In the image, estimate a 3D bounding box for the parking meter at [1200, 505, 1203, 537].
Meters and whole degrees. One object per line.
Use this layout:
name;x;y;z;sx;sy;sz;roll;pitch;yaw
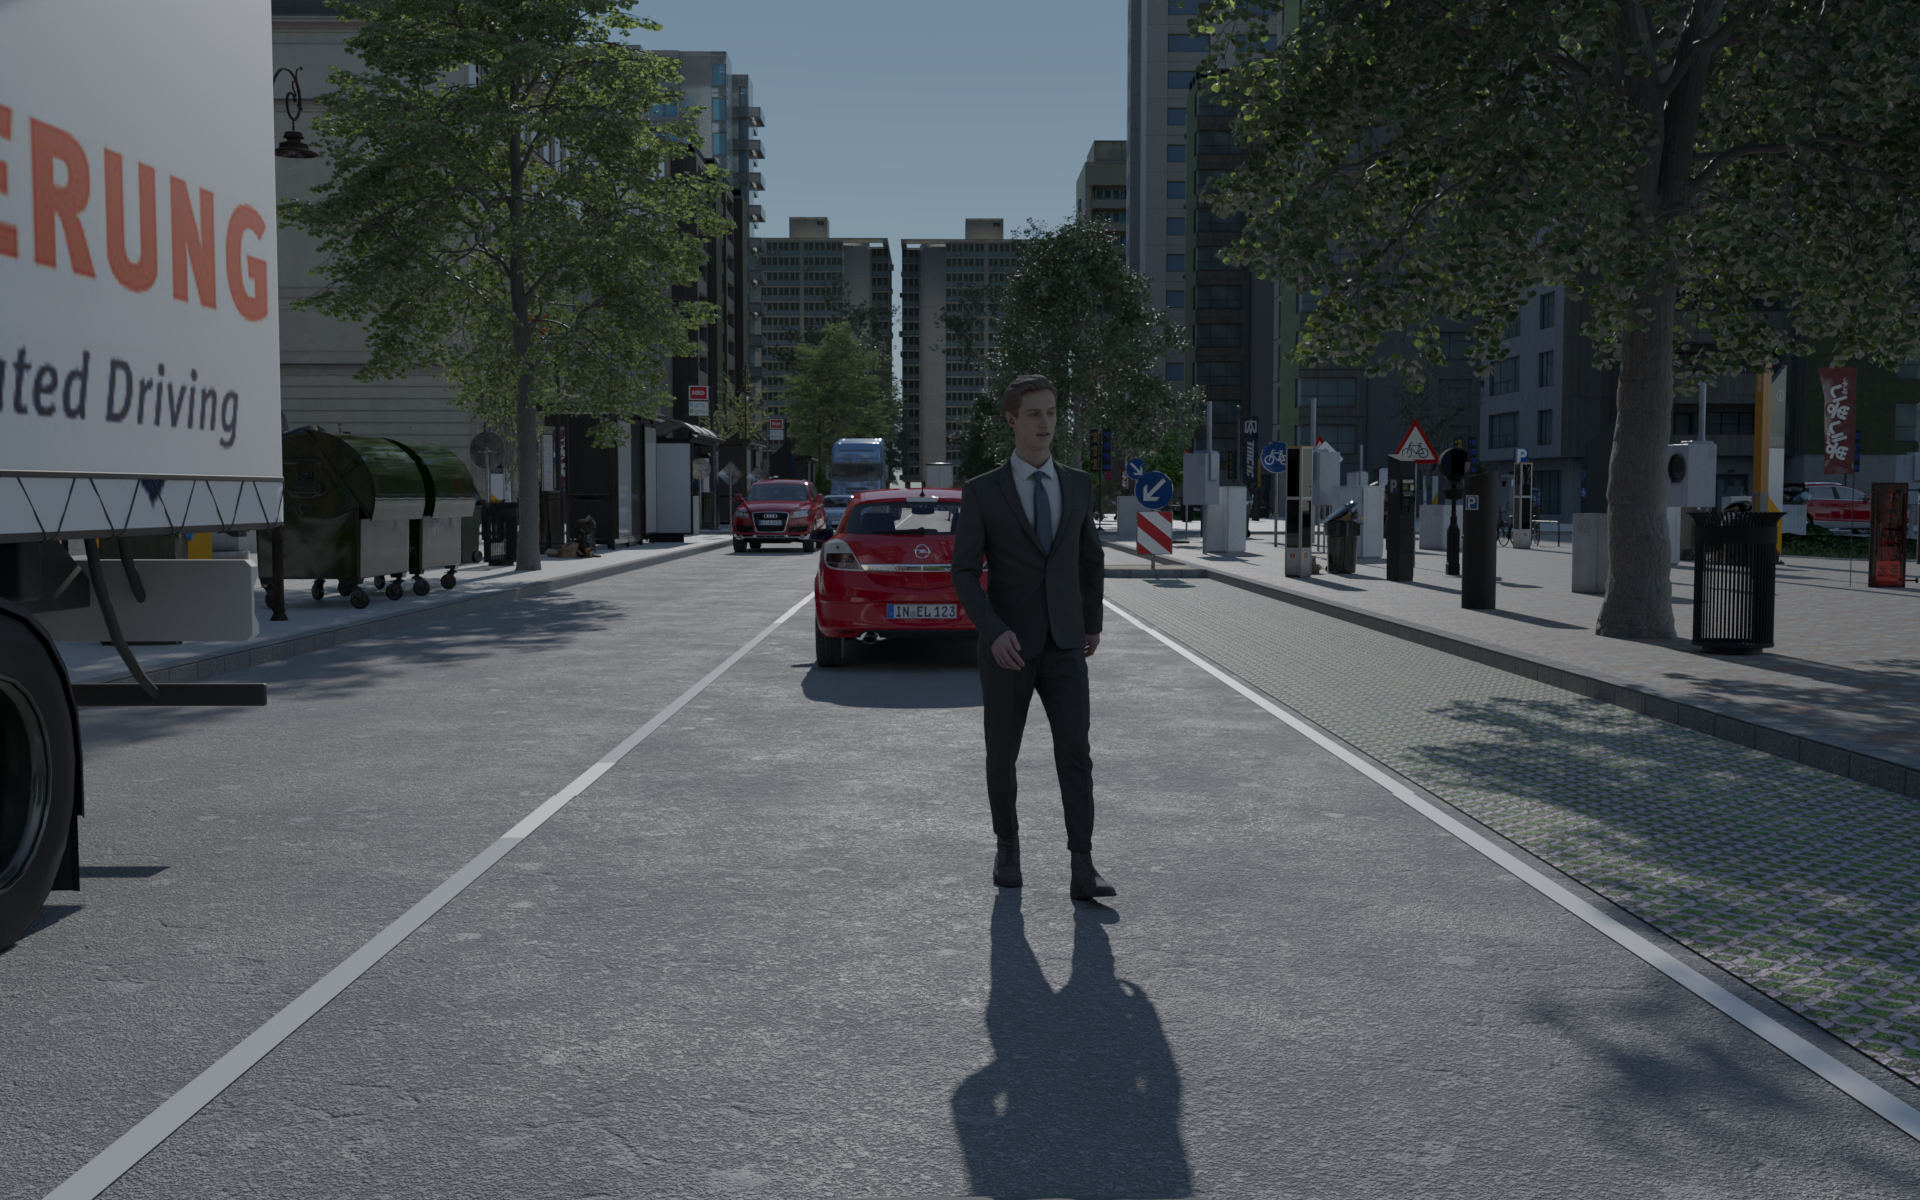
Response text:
parking meter;7.341;-2.635;51.489;0.372;1.533;0.369;0;3;0

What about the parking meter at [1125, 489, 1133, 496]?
parking meter;7.875;-4.423;80.725;0.372;1.533;0.369;0;3;0

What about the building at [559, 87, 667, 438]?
building;-26.374;-17.904;110.747;12.078;24.808;19.932;0;4;-1

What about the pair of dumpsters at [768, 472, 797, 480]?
pair of dumpsters;-7.820;-4.517;76.340;1.574;2.255;4.437;0;4;-1

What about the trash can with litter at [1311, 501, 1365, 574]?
trash can with litter;5.919;-1.007;27.852;1.055;1.170;0.624;0;4;-3

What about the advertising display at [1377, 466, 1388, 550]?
advertising display;9.951;-2.115;39.786;0.123;1.923;0.974;-2;4;-27

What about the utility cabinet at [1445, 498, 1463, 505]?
utility cabinet;25.270;-4.718;88.298;1.020;1.237;0.306;2;4;25

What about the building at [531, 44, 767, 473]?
building;-36.740;-34.756;187.874;30.456;49.044;23.786;0;4;-1

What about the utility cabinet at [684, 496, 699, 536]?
utility cabinet;-8.607;-2.598;53.637;1.020;1.237;0.306;-2;4;-26

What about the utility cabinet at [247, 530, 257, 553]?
utility cabinet;-15.622;-1.605;37.400;0.306;1.237;1.020;3;5;44

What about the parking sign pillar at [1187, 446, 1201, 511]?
parking sign pillar;12.458;-6.288;91.288;1.447;3.967;1.447;-1;4;-11

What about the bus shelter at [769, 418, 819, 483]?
bus shelter;-9.071;-7.161;94.714;2.179;5.291;8.768;0;4;-1

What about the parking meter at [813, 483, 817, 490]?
parking meter;-7.673;-5.206;90.834;0.255;1.863;0.399;1;4;19

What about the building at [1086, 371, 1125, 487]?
building;28.113;-20.938;187.368;27.650;21.520;28.899;0;4;-1

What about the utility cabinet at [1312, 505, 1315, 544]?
utility cabinet;8.818;-2.199;44.636;0.318;1.500;1.173;0;4;-6

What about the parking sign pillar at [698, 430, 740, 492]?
parking sign pillar;-9.920;-5.156;72.771;1.447;3.967;1.447;-2;4;-35

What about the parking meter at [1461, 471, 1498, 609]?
parking meter;5.817;-0.672;19.393;0.372;1.533;0.369;0;3;0

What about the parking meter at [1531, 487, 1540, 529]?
parking meter;21.276;-3.406;64.100;0.372;1.533;0.369;0;3;0

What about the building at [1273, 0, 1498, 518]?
building;25.125;-25.412;99.073;14.154;41.232;14.086;0;4;-1

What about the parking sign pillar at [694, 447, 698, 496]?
parking sign pillar;-14.477;-6.747;98.782;1.447;3.967;1.447;0;4;-7

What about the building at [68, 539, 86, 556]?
building;-26.813;-11.095;36.154;16.860;20.320;10.420;0;4;-1

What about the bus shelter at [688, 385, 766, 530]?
bus shelter;-8.948;-5.436;66.514;2.179;5.291;8.768;0;4;-1

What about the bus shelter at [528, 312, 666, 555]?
bus shelter;-8.711;-3.870;40.914;2.179;5.291;8.768;0;4;-1

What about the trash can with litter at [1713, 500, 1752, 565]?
trash can with litter;13.901;-1.220;31.328;0.624;1.170;1.055;0;4;-3

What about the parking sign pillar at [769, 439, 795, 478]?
parking sign pillar;-8.806;-5.952;85.793;1.447;3.967;1.447;2;4;34

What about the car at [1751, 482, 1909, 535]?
car;28.896;-2.993;57.611;5.304;1.827;2.281;0;4;-2

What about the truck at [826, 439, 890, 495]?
truck;-4.714;-6.133;90.031;2.967;4.110;18.799;0;4;1

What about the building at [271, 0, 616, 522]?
building;-27.623;-15.439;85.717;16.112;22.955;30.059;0;4;-1

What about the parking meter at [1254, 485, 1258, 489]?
parking meter;18.736;-6.330;109.210;0.399;1.863;0.255;2;4;27

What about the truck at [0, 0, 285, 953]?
truck;-4.076;-0.796;1.936;2.839;4.237;11.283;0;4;-1

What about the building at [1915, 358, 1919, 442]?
building;60.933;-30.410;86.437;27.495;52.752;28.713;0;4;-1

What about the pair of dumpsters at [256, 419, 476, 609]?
pair of dumpsters;-7.260;-1.146;21.228;1.574;2.255;4.437;0;4;-1

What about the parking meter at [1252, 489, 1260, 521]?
parking meter;14.092;-4.533;82.532;0.372;1.533;0.369;0;3;0

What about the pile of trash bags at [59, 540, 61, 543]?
pile of trash bags;-11.773;-0.693;21.078;1.912;1.369;3.447;0;4;-6

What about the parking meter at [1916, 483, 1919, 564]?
parking meter;17.660;-1.415;31.553;0.372;1.533;0.369;0;3;0

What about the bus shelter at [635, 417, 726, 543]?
bus shelter;-7.879;-3.327;48.328;2.014;3.302;5.546;0;4;-1

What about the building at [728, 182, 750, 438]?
building;-26.860;-23.548;156.713;14.160;30.474;14.107;0;4;-1

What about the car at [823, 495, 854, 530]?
car;-4.264;-3.058;61.996;2.014;1.417;4.499;0;4;-2

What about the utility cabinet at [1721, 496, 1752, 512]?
utility cabinet;21.638;-2.271;48.297;1.020;1.237;0.306;-2;4;-34

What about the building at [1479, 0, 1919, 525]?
building;32.268;-18.667;76.910;14.107;30.474;14.160;0;4;-1

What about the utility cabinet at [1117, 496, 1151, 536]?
utility cabinet;5.345;-2.572;53.212;1.020;1.237;0.306;0;4;-2

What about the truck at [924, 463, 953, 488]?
truck;-1.991;-10.621;162.574;2.839;4.237;11.283;0;4;-1

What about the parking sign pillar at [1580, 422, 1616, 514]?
parking sign pillar;22.893;-4.489;61.869;1.447;3.967;1.447;-1;4;-9

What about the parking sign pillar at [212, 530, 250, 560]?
parking sign pillar;-14.544;-2.751;33.454;1.447;3.967;1.447;0;4;-1

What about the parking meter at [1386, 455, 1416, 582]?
parking meter;6.487;-1.209;25.474;0.255;1.863;0.399;-1;4;-20

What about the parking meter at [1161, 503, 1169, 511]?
parking meter;10.647;-4.983;89.884;0.372;1.533;0.369;0;3;0

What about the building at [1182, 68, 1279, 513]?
building;22.500;-21.390;121.423;14.160;30.474;14.107;0;4;-1

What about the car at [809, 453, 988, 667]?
car;-0.337;-0.416;15.842;2.155;1.783;4.494;0;4;-1

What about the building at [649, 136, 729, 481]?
building;-27.300;-22.686;142.624;14.160;30.474;14.107;0;4;-1

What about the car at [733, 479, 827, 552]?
car;-4.569;-2.182;44.353;2.281;1.827;5.304;0;3;0
